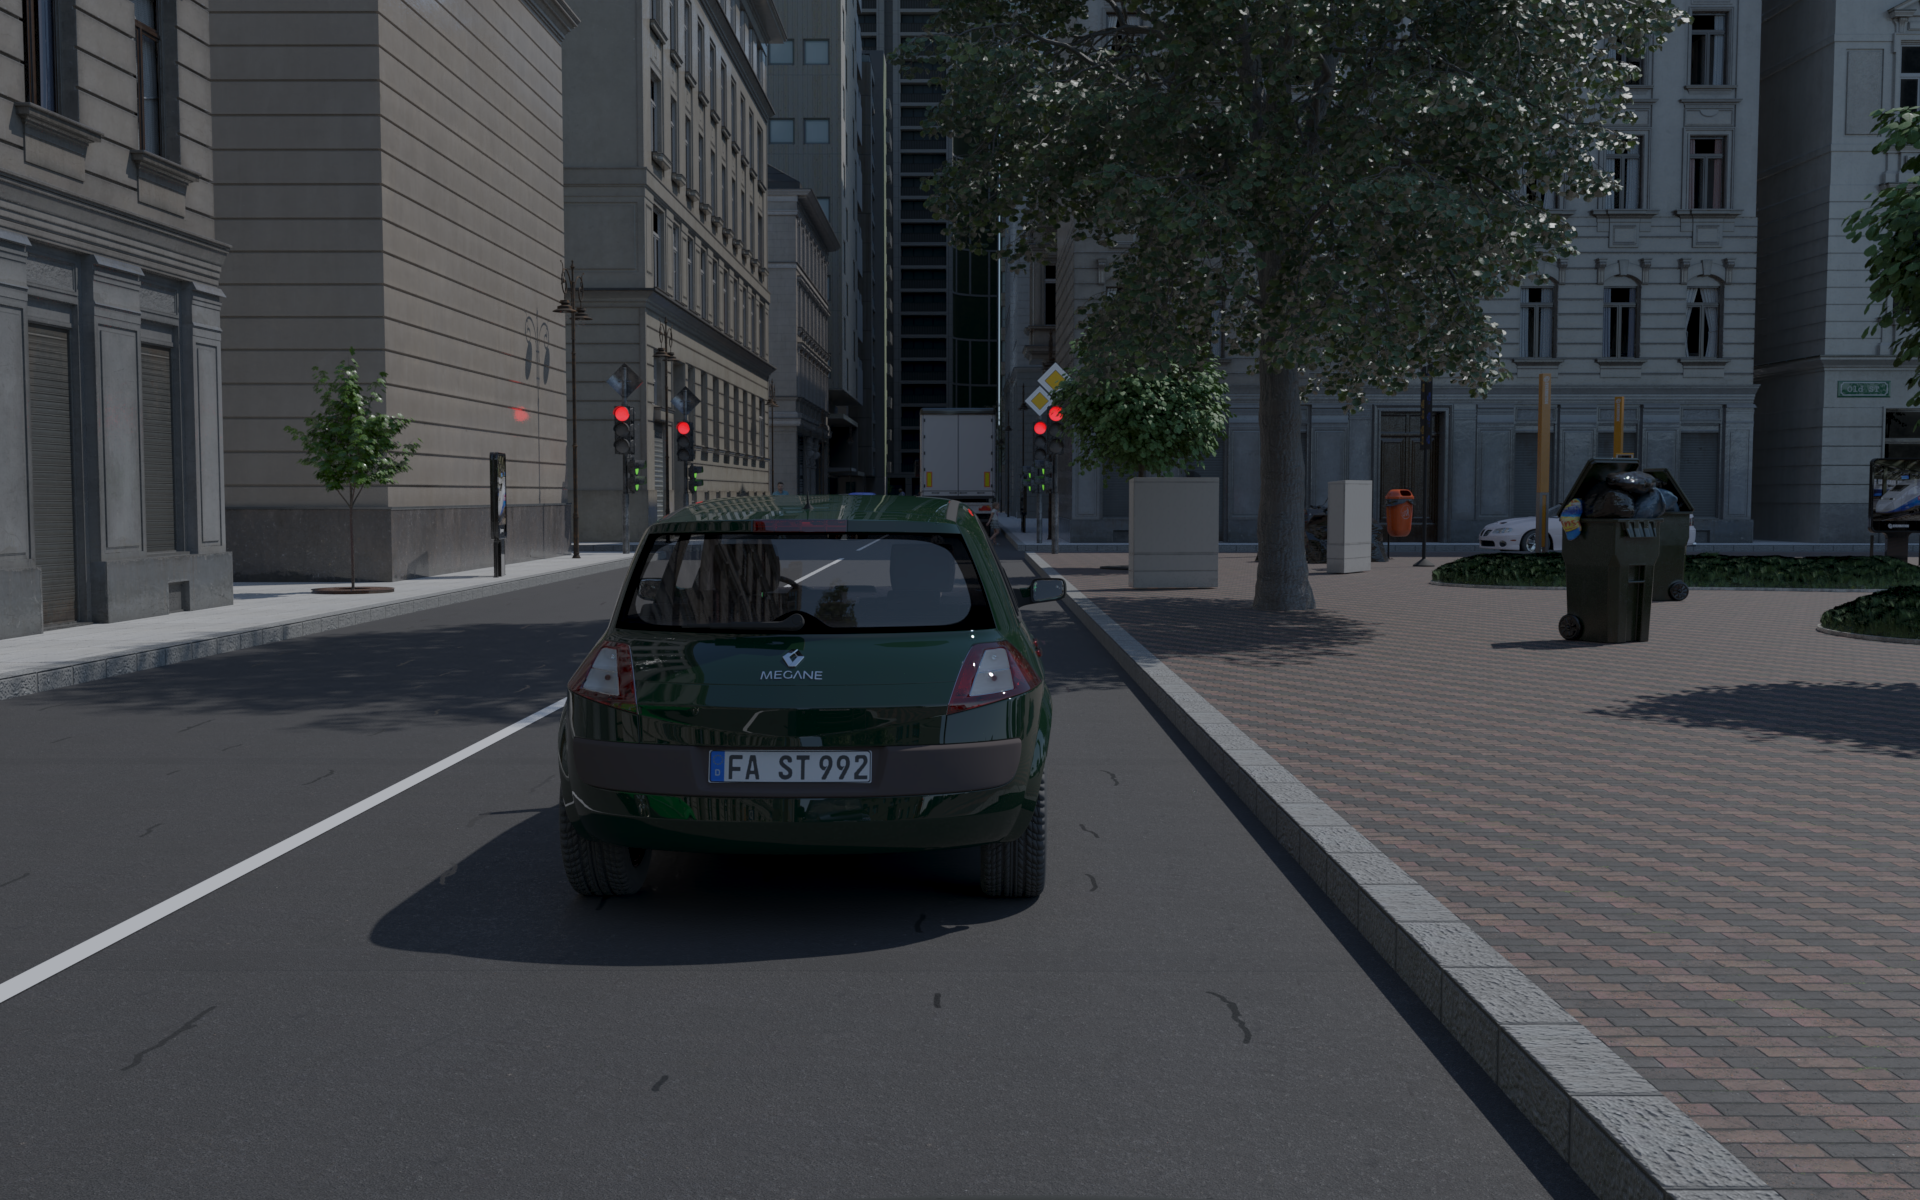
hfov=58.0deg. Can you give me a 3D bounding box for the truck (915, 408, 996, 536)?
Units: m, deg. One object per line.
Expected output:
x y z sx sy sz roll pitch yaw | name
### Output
-0.204 -4.475 62.084 2.839 4.237 11.283 0 4 -1 | truck

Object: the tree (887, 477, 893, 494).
-7.004 -10.503 166.319 1.663 3.219 1.824 0 3 0 | tree

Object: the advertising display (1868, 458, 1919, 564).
16.793 -1.578 31.019 0.974 1.923 0.123 0 4 4 | advertising display

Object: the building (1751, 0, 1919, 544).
43.774 -16.846 51.841 44.131 29.872 17.030 0 4 0 | building

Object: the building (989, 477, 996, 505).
19.270 -30.077 183.638 32.217 40.220 23.993 0 4 0 | building

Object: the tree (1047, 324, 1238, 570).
3.127 -2.818 29.786 4.285 4.588 4.351 0 3 0 | tree

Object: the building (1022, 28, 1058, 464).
9.902 -15.519 72.823 14.460 24.649 34.723 0 4 0 | building

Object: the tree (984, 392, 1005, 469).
3.653 -10.607 123.780 4.360 8.622 3.978 0 3 0 | tree

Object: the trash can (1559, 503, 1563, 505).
10.211 -1.027 28.443 0.748 1.137 0.748 0 3 0 | trash can

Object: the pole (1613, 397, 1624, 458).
13.798 -2.599 36.336 0.158 3.312 0.155 0 3 0 | pole

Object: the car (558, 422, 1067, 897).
-0.515 0.136 7.560 2.009 1.686 4.222 0 4 1 | car

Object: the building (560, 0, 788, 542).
-15.464 -13.837 59.515 16.112 22.955 30.059 0 4 0 | building

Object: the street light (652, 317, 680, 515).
-7.662 -4.434 45.277 0.468 5.910 1.993 0 4 0 | street light

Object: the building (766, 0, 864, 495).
-21.570 -33.269 133.184 28.713 52.752 27.495 0 4 0 | building

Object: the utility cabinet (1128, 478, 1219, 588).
2.892 -0.906 23.484 1.173 1.500 0.318 0 4 -8 | utility cabinet

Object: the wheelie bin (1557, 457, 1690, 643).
5.711 -0.441 15.126 0.980 1.594 0.693 -2 4 -30 | wheelie bin

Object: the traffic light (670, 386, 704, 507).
-7.112 -3.432 45.026 0.839 4.253 0.868 0 4 0 | traffic light

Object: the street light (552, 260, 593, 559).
-7.651 -3.766 34.362 0.468 5.910 1.993 0 4 0 | street light

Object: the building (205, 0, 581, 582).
-20.341 -14.245 30.164 25.104 27.353 12.463 0 4 0 | building

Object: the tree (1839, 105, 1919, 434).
7.443 -1.677 11.135 4.285 4.588 4.351 0 3 0 | tree

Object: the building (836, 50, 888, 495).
-13.898 -28.835 155.043 14.154 41.232 14.086 0 4 0 | building

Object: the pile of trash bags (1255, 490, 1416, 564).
7.443 -1.439 33.277 3.447 1.369 1.912 -2 4 -34 | pile of trash bags

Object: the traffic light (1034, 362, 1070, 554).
2.017 -2.942 37.020 0.839 4.253 0.868 0 4 0 | traffic light

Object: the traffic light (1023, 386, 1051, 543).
2.050 -3.430 45.005 0.839 4.253 0.868 0 4 0 | traffic light

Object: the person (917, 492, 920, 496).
-4.696 -11.457 196.735 0.541 1.710 0.530 -2 4 -34 | person

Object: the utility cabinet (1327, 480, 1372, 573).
6.322 -1.191 28.151 0.318 1.500 1.173 2 4 34 | utility cabinet

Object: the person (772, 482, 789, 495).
-5.721 -2.876 55.544 0.660 1.820 0.620 -1 4 -21 | person

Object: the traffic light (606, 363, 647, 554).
-7.144 -2.943 37.041 0.839 4.253 0.868 0 4 0 | traffic light

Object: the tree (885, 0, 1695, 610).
3.615 -6.865 18.897 9.857 13.997 8.962 0 3 0 | tree

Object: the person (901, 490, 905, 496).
-5.455 -9.354 161.306 0.599 1.838 0.709 3 4 36 | person

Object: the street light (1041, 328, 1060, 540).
2.527 -4.628 48.449 0.468 5.910 1.993 0 4 0 | street light

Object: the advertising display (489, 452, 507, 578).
-7.176 -1.329 26.946 0.123 1.923 0.974 0 4 -7 | advertising display

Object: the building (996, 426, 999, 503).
14.732 -51.506 154.798 22.319 86.520 31.000 0 4 0 | building

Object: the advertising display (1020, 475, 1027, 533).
2.112 -3.205 57.607 0.123 1.923 0.974 0 4 -4 | advertising display

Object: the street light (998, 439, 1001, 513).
2.849 -8.991 119.795 0.468 5.910 1.993 0 4 0 | street light

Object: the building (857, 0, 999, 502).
-5.477 -47.332 212.131 20.611 71.187 20.563 0 4 0 | building

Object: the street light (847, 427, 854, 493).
-7.368 -8.818 116.963 0.468 5.910 1.993 0 4 0 | street light

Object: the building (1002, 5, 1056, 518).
8.439 -20.024 104.878 11.434 29.767 29.804 0 4 0 | building

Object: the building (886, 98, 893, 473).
-22.654 -34.527 184.131 30.456 49.044 23.786 0 4 0 | building

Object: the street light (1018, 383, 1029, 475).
2.636 -6.082 72.224 0.468 5.910 1.993 0 4 0 | street light

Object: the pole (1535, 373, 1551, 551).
9.900 -2.175 29.405 0.158 3.312 0.155 0 3 0 | pole

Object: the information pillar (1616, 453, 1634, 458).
11.983 -1.639 31.286 0.304 2.012 0.304 1 4 21 | information pillar

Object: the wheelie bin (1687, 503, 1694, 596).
8.423 -0.799 20.973 0.693 1.594 0.980 0 4 -3 | wheelie bin

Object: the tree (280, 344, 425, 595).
-7.860 -1.700 22.400 1.663 3.219 1.824 0 3 0 | tree

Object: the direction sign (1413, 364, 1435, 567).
8.219 -2.361 30.592 0.379 3.537 0.876 0 4 4 | direction sign

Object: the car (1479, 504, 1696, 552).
14.506 -1.700 40.155 4.827 1.381 2.083 0 4 -1 | car

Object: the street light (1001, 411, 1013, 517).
2.679 -7.536 96.000 0.468 5.910 1.993 0 4 0 | street light

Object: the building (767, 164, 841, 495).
-13.226 -14.932 95.055 10.553 20.767 40.483 0 4 0 | building

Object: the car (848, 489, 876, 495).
-4.189 -3.937 73.963 1.945 1.707 3.694 0 4 2 | car

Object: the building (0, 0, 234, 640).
-13.125 -9.869 10.513 9.793 20.994 18.267 0 4 0 | building

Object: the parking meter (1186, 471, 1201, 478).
5.975 -2.363 44.344 0.255 1.863 0.399 2 4 33 | parking meter

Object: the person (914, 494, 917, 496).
-4.967 -10.873 189.463 0.799 1.438 0.628 1 4 21 | person

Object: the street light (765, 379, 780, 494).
-7.511 -5.910 69.413 0.468 5.910 1.993 0 4 0 | street light

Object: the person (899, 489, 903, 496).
-4.349 -7.184 126.040 0.705 1.814 1.350 -1 4 -20 | person

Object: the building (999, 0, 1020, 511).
10.052 -27.529 133.699 14.154 41.232 14.086 0 4 0 | building

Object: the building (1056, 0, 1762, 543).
11.822 -12.244 49.344 18.267 20.994 9.793 0 4 0 | building

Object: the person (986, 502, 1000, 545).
0.939 -2.159 48.807 0.382 1.210 0.505 0 4 5 | person

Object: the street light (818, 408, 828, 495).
-7.366 -7.364 93.188 0.468 5.910 1.993 0 4 0 | street light
